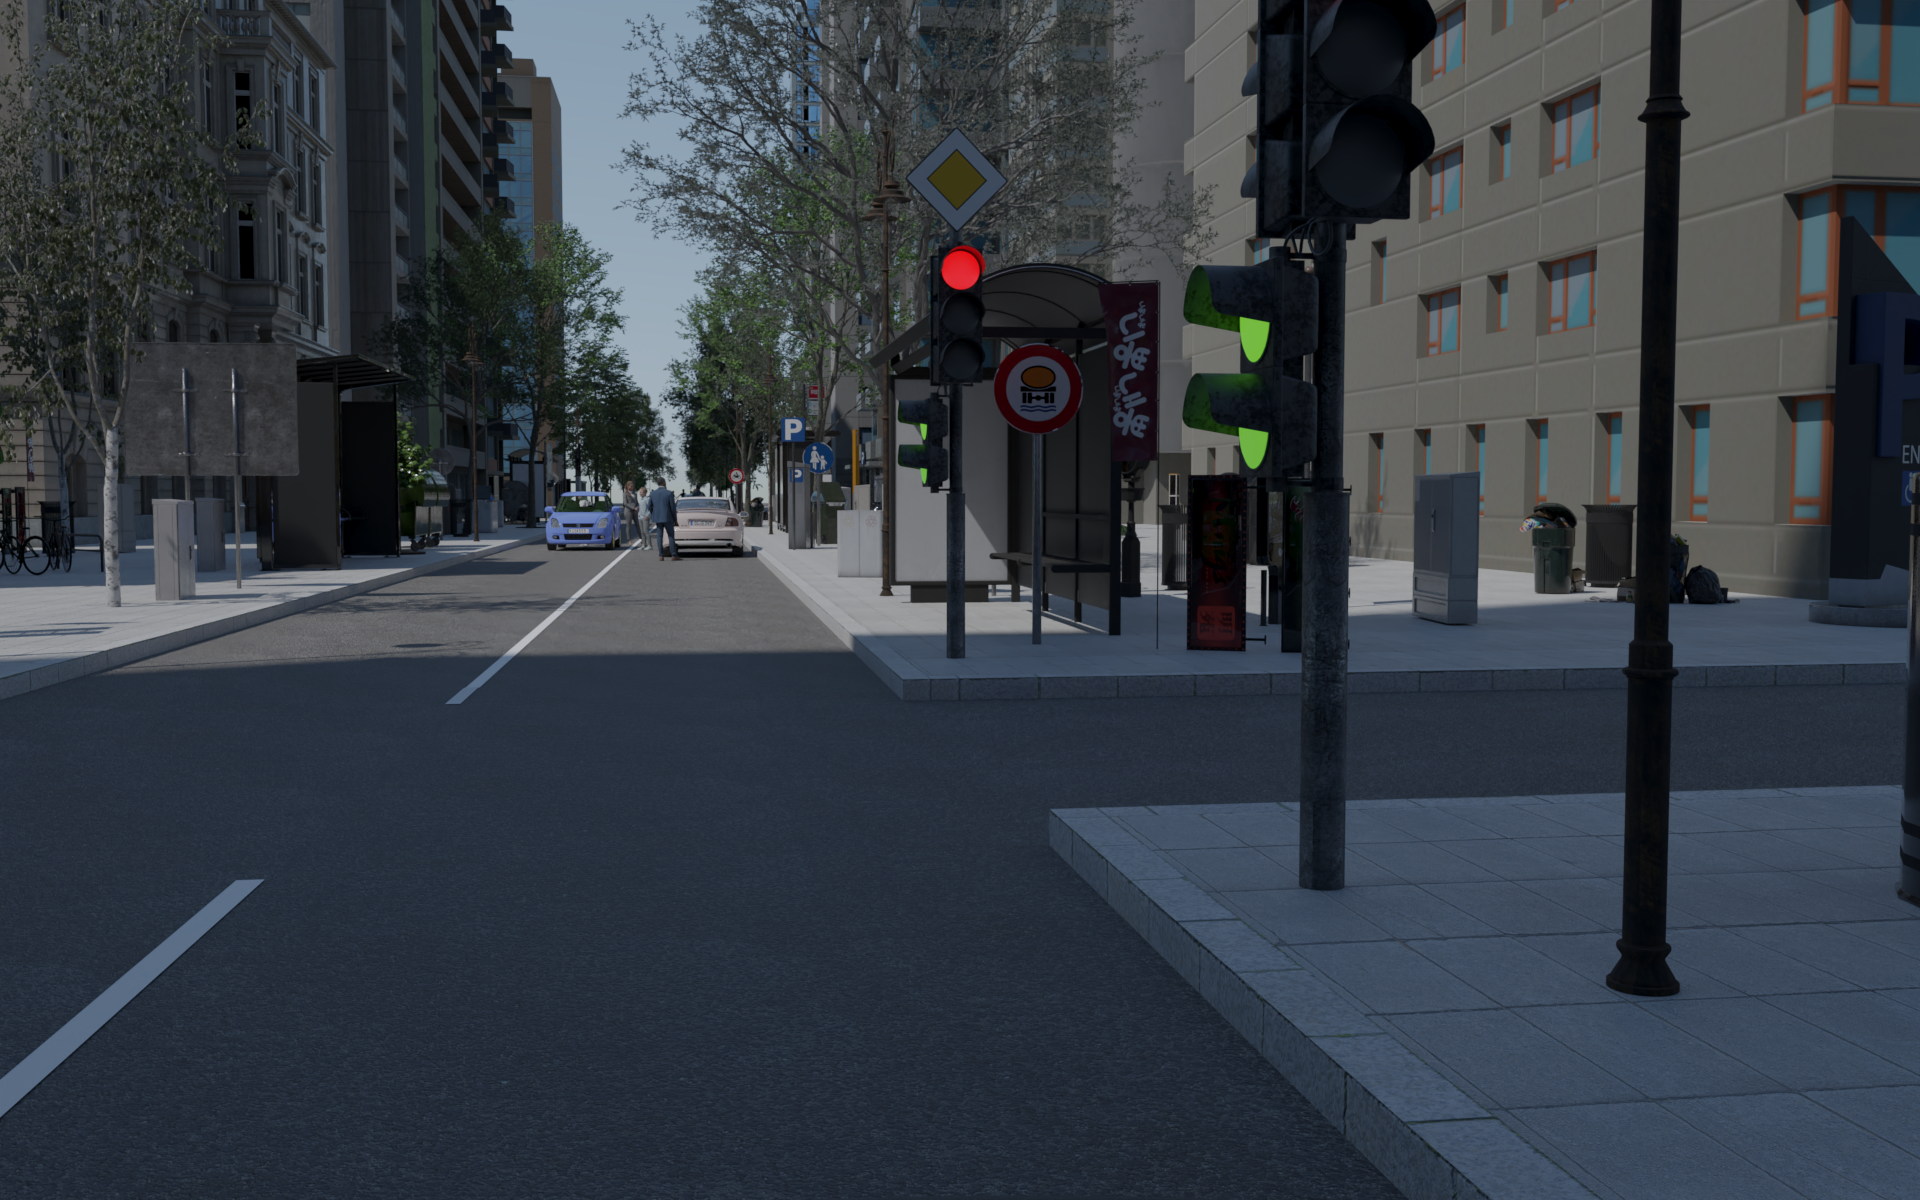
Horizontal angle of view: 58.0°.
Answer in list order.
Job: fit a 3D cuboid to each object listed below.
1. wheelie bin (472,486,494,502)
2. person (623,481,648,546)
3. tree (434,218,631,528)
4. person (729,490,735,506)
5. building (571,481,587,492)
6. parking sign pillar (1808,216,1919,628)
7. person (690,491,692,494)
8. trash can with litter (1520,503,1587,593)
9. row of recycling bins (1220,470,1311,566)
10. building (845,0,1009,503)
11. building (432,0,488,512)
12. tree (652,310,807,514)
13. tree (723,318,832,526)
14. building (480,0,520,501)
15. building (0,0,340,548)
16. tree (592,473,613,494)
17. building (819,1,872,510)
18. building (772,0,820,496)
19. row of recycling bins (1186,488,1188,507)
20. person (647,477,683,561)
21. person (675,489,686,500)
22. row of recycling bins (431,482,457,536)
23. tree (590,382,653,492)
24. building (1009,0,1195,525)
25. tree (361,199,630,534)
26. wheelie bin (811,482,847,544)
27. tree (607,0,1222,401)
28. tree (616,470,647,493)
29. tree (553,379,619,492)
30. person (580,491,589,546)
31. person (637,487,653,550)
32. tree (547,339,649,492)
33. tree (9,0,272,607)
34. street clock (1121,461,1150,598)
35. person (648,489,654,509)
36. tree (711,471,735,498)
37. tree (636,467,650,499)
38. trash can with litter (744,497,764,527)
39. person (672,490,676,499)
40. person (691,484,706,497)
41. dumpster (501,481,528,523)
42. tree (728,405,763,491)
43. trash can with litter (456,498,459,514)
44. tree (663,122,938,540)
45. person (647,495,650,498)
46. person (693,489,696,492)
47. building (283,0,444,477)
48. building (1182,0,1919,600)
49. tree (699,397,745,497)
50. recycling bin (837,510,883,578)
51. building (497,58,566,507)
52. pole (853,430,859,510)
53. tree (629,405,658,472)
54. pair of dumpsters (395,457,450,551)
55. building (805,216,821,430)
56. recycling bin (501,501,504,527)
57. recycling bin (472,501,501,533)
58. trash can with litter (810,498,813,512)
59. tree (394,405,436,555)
[{"bbox_3d":[-17.859,-3.475,64.725,0.980,1.594,0.693,0,4,-3],"label":"wheelie bin"},{"bbox_3d":[-8.956,-2.380,47.694,0.573,1.790,0.520,1,4,23],"label":"person"},{"bbox_3d":[-15.980,-8.507,64.850,9.928,11.665,9.643,0,3,0],"label":"tree"},{"bbox_3d":[-21.825,-9.655,166.363,1.348,1.823,0.705,3,5,43],"label":"person"},{"bbox_3d":[-65.225,-32.542,223.944,32.217,40.220,23.993,-1,4,-9],"label":"building"},{"bbox_3d":[9.241,-1.752,17.111,1.447,3.967,1.447,-2,4,-28],"label":"parking sign pillar"},{"bbox_3d":[-22.644,-8.368,146.028,1.217,1.735,0.721,1,4,13],"label":"person"},{"bbox_3d":[7.749,-0.681,22.519,0.624,1.170,1.055,3,4,37],"label":"trash can with litter"},{"bbox_3d":[5.576,-1.498,31.597,1.069,1.692,3.534,-1,4,-22],"label":"row of recycling bins"},{"bbox_3d":[4.934,-30.242,114.058,23.786,49.044,30.456,-1,4,-9],"label":"building"},{"bbox_3d":[-41.888,-29.593,107.555,21.300,48.544,21.600,-1,4,-9],"label":"building"},{"bbox_3d":[-13.533,-11.521,105.374,9.611,12.733,9.660,0,3,0],"label":"tree"},{"bbox_3d":[-7.398,-7.254,68.966,4.360,8.622,3.978,0,3,0],"label":"tree"},{"bbox_3d":[-45.999,-29.229,132.522,22.147,44.769,28.867,-1,4,-9],"label":"building"},{"bbox_3d":[-29.509,-14.529,56.634,14.460,24.649,34.723,-1,4,-9],"label":"building"},{"bbox_3d":[-27.339,-8.504,133.643,1.663,3.219,1.824,0,3,0],"label":"tree"},{"bbox_3d":[-1.002,-36.727,142.481,21.231,58.520,28.212,-1,4,-9],"label":"building"},{"bbox_3d":[-13.923,-56.183,231.261,22.319,86.520,31.000,-1,4,-9],"label":"building"},{"bbox_3d":[7.881,-2.653,50.494,1.069,1.692,3.534,-2,4,-32],"label":"row of recycling bins"},{"bbox_3d":[-6.337,-1.742,37.159,0.721,1.800,0.419,0,4,1],"label":"person"},{"bbox_3d":[-20.440,-7.305,127.956,1.348,1.822,0.705,-1,4,-21],"label":"person"},{"bbox_3d":[-16.415,-2.873,54.089,1.069,1.692,3.534,0,4,-8],"label":"row of recycling bins"},{"bbox_3d":[-33.599,-15.929,177.445,9.611,12.733,9.660,0,3,0],"label":"tree"},{"bbox_3d":[15.365,-23.697,79.333,32.217,40.220,23.993,-1,4,-9],"label":"building"},{"bbox_3d":[-15.241,-7.339,54.399,7.601,10.594,8.767,0,4,1],"label":"tree"},{"bbox_3d":[-3.395,-2.237,44.484,0.980,1.594,0.693,-3,4,-37],"label":"wheelie bin"},{"bbox_3d":[-1.080,-7.313,29.938,12.009,13.543,11.850,0,3,0],"label":"tree"},{"bbox_3d":[-38.910,-13.719,208.025,4.285,4.588,4.351,0,3,0],"label":"tree"},{"bbox_3d":[-23.387,-9.722,109.324,4.737,8.622,4.395,0,3,0],"label":"tree"},{"bbox_3d":[-10.321,-2.233,47.610,0.503,1.515,0.523,1,4,21],"label":"person"},{"bbox_3d":[-8.092,-2.085,44.393,0.330,1.601,0.589,-2,4,-32],"label":"person"},{"bbox_3d":[-26.634,-12.767,126.866,7.486,12.596,7.792,0,3,0],"label":"tree"},{"bbox_3d":[-9.758,-4.235,19.603,4.360,8.622,3.978,0,3,0],"label":"tree"},{"bbox_3d":[2.127,-1.037,21.519,0.358,2.002,0.471,-3,4,-37],"label":"street clock"},{"bbox_3d":[-24.545,-7.933,138.210,1.348,1.823,0.705,-3,5,-44],"label":"person"},{"bbox_3d":[-28.575,-13.738,208.336,4.285,4.588,4.351,0,3,0],"label":"tree"},{"bbox_3d":[-40.531,-16.330,217.364,4.360,8.622,3.978,0,3,0],"label":"tree"},{"bbox_3d":[-8.026,-3.403,67.027,0.624,1.170,1.055,-3,4,-38],"label":"trash can with litter"},{"bbox_3d":[-31.510,-11.143,190.619,0.705,1.831,1.348,-2,4,-32],"label":"person"},{"bbox_3d":[-10.302,-3.634,67.899,0.794,1.824,0.713,1,4,8],"label":"person"},{"bbox_3d":[-19.193,-4.235,75.007,1.264,1.857,1.865,-1,4,-9],"label":"dumpster"},{"bbox_3d":[-15.837,-10.679,124.962,4.737,8.622,4.395,0,3,0],"label":"tree"},{"bbox_3d":[-17.968,-2.988,60.242,1.055,1.170,0.624,1,4,21],"label":"trash can with litter"},{"bbox_3d":[-3.926,-7.520,48.712,9.928,11.665,9.643,0,3,0],"label":"tree"},{"bbox_3d":[-22.587,-7.118,124.755,0.599,1.838,0.709,-2,4,-29],"label":"person"},{"bbox_3d":[-13.104,-4.658,85.667,0.512,1.701,0.522,3,5,39],"label":"person"},{"bbox_3d":[-35.630,-24.901,90.720,14.154,41.232,14.086,-1,4,-9],"label":"building"},{"bbox_3d":[22.535,-11.682,36.046,28.899,21.520,27.650,-1,4,-9],"label":"building"},{"bbox_3d":[-26.682,-16.830,193.304,7.486,12.596,7.792,0,3,0],"label":"tree"},{"bbox_3d":[-1.478,-0.877,26.899,0.722,1.027,0.722,1,4,10],"label":"recycling bin"},{"bbox_3d":[-49.206,-32.531,181.993,14.600,45.320,14.200,-1,4,-9],"label":"building"},{"bbox_3d":[-3.295,-3.735,54.911,0.158,3.312,0.155,0,3,0],"label":"pole"},{"bbox_3d":[-31.393,-13.803,160.087,7.601,10.594,8.767,0,4,-3],"label":"tree"},{"bbox_3d":[-13.039,-2.331,40.610,1.574,2.255,4.437,-1,4,-9],"label":"pair of dumpsters"},{"bbox_3d":[-5.635,-31.393,205.164,32.217,40.220,23.993,-1,4,-9],"label":"building"},{"bbox_3d":[-18.046,-3.332,67.035,0.722,1.027,0.722,-1,4,-14],"label":"recycling bin"},{"bbox_3d":[-15.684,-2.723,57.082,0.722,1.027,0.722,0,4,0],"label":"recycling bin"},{"bbox_3d":[-4.514,-2.388,50.439,0.624,1.170,1.055,1,4,16],"label":"trash can with litter"},{"bbox_3d":[-12.023,-2.576,36.713,1.663,3.219,1.824,0,3,0],"label":"tree"}]
